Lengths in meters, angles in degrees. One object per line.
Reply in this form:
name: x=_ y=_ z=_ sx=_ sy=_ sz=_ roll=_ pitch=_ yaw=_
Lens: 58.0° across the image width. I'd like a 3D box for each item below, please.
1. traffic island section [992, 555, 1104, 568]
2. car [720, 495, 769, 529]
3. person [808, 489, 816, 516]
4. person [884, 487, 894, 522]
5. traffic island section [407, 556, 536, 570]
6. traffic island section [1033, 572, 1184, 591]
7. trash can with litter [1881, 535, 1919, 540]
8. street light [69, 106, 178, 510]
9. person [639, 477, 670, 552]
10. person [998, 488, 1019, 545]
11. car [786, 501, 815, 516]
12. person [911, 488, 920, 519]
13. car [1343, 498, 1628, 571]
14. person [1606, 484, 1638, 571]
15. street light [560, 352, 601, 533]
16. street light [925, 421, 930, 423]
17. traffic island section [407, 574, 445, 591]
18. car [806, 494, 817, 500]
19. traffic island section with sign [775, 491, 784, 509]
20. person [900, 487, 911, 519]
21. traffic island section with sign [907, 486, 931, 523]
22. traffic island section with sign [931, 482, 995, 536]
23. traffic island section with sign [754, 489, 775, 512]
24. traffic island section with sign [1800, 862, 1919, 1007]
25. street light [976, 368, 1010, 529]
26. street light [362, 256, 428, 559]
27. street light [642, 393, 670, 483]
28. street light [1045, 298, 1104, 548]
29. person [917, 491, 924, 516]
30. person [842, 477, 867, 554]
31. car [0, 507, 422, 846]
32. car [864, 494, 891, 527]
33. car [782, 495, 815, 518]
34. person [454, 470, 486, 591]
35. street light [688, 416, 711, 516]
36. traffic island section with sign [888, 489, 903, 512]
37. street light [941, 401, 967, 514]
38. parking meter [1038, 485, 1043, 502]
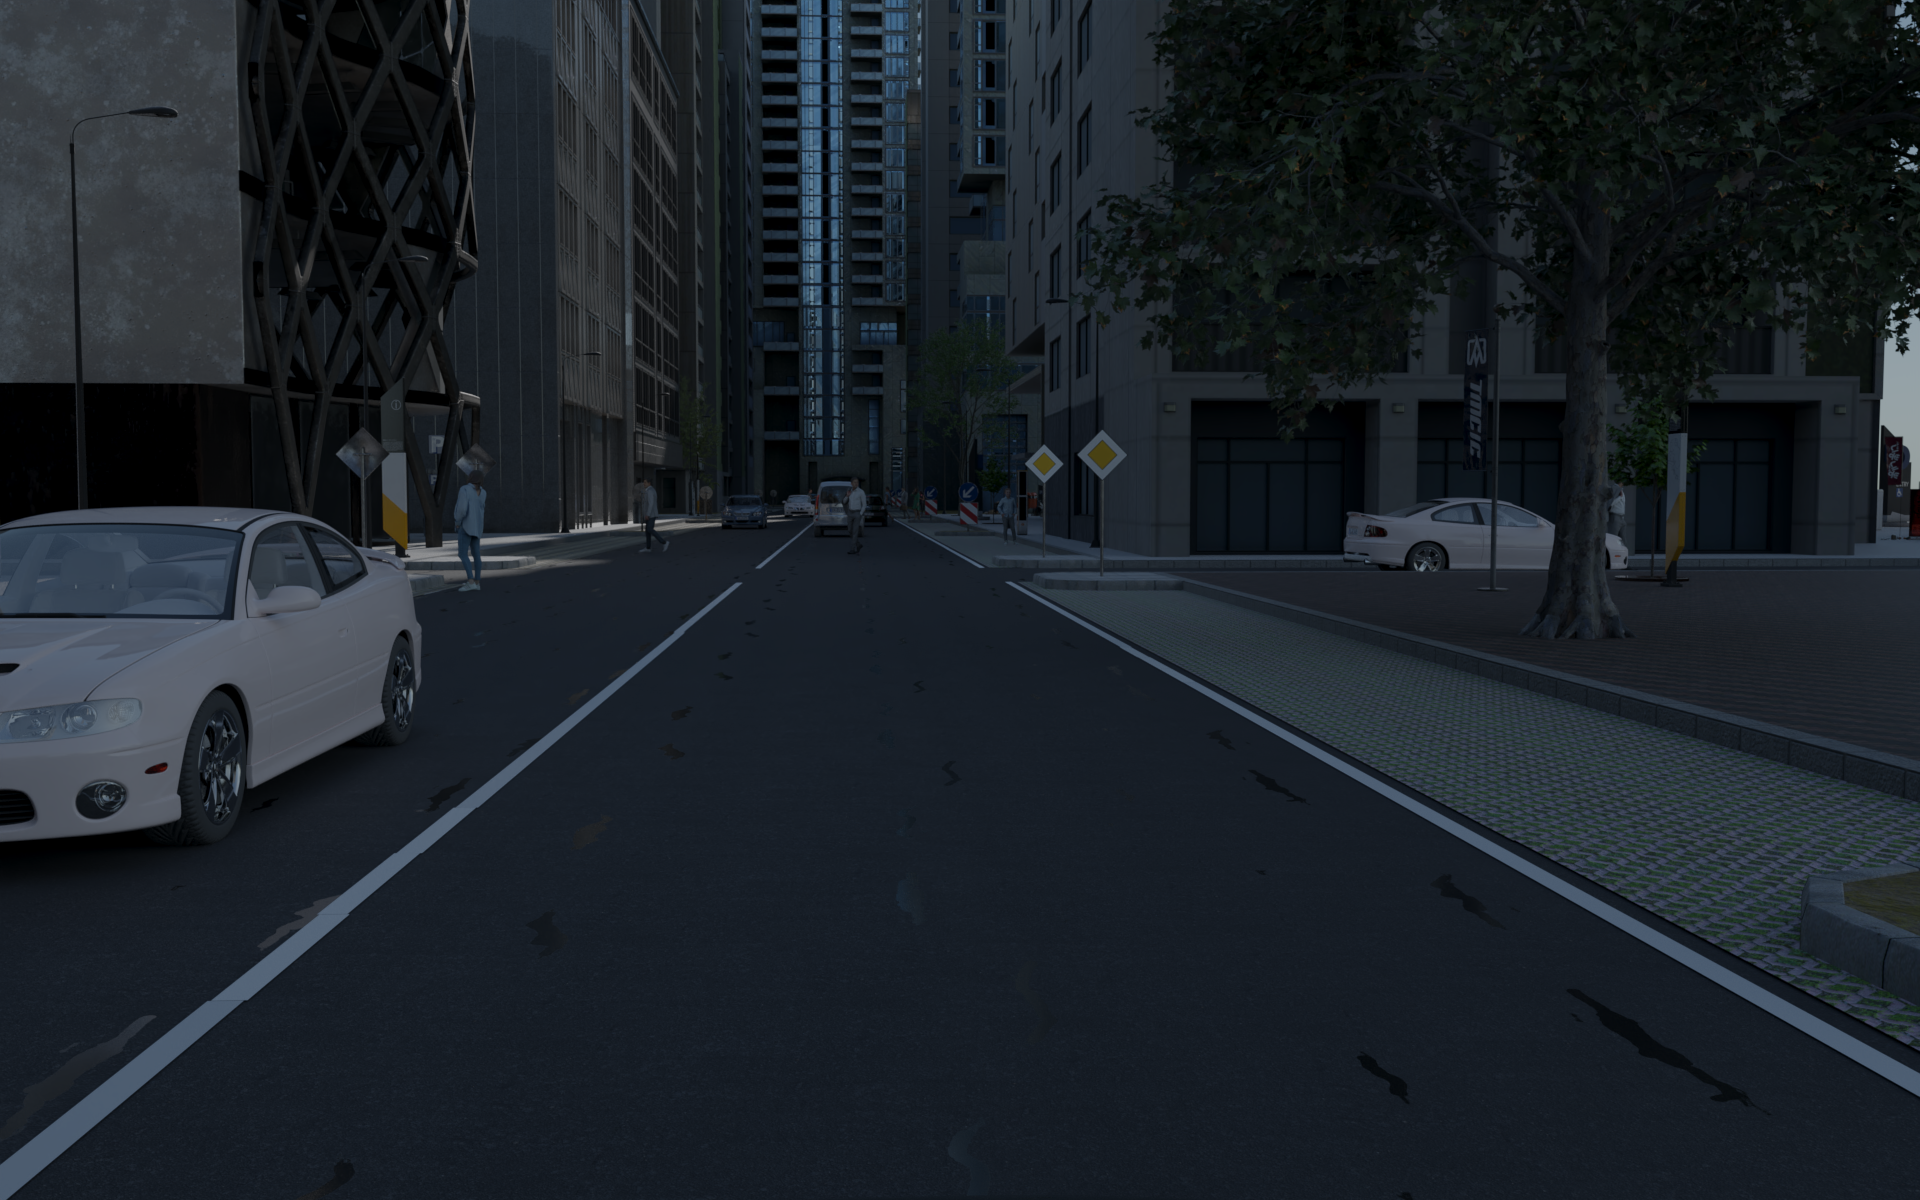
traffic island section: x=1.712 y=-0.774 z=34.938 sx=2.009 sy=0.180 sz=2.903 roll=0 pitch=4 yaw=-4
car: x=-8.974 y=-3.687 z=72.282 sx=2.014 sy=1.417 sz=4.499 roll=0 pitch=4 yaw=-4
person: x=-9.480 y=-6.245 z=111.129 sx=0.750 sy=1.759 sz=0.617 roll=0 pitch=4 yaw=6
person: x=-3.604 y=-4.826 z=87.498 sx=0.778 sy=1.811 sz=0.616 roll=3 pitch=4 yaw=38
traffic island section: x=-9.556 y=-0.730 z=34.221 sx=2.009 sy=0.180 sz=2.903 roll=0 pitch=4 yaw=-4
traffic island section: x=2.225 y=-0.287 z=26.970 sx=2.009 sy=0.180 sz=2.903 roll=0 pitch=4 yaw=-4
trash can with litter: x=26.878 y=-2.306 z=48.754 sx=2.233 sy=1.210 sz=1.678 roll=0 pitch=4 yaw=-4
street light: x=-10.071 y=-2.956 z=20.878 sx=1.470 sy=5.913 sz=1.316 roll=0 pitch=4 yaw=-4
person: x=-7.539 y=-2.099 z=42.662 sx=0.795 sy=1.843 sz=0.661 roll=0 pitch=4 yaw=-1
person: x=1.350 y=-2.344 z=48.632 sx=0.589 sy=1.601 sz=0.330 roll=0 pitch=4 yaw=-5
car: x=-10.448 y=-6.193 z=113.841 sx=1.945 sy=1.354 sz=3.894 roll=0 pitch=4 yaw=-3
person: x=-2.389 y=-5.338 z=96.021 sx=0.529 sy=1.795 sz=0.600 roll=-2 pitch=4 yaw=-34
car: x=9.089 y=-1.078 z=29.981 sx=4.827 sy=1.381 sz=2.083 roll=0 pitch=4 yaw=-4
person: x=12.065 y=-1.427 z=31.930 sx=0.850 sy=1.850 sz=0.679 roll=2 pitch=4 yaw=34
street light: x=-12.424 y=-5.149 z=56.724 sx=1.470 sy=5.913 sz=1.316 roll=0 pitch=4 yaw=-4
street light: x=-1.532 y=-8.402 z=109.918 sx=1.470 sy=5.913 sz=1.316 roll=0 pitch=4 yaw=-4
traffic island section: x=-9.044 y=-0.243 z=26.252 sx=2.009 sy=0.180 sz=2.903 roll=0 pitch=4 yaw=-4
car: x=-13.478 y=-8.961 z=158.308 sx=2.131 sy=1.459 sz=4.920 roll=0 pitch=4 yaw=-3
traffic island section with sign: x=-17.571 y=-9.496 z=163.884 sx=1.989 sy=1.847 sz=2.006 roll=0 pitch=4 yaw=-4
person: x=-3.179 y=-5.499 z=98.530 sx=0.853 sy=1.813 sz=0.709 roll=-3 pitch=4 yaw=-38
traffic island section with sign: x=-1.595 y=-4.756 z=86.386 sx=1.989 sy=1.847 sz=2.006 roll=0 pitch=4 yaw=-4
traffic island section with sign: x=0.134 y=-3.111 z=59.487 sx=1.989 sy=1.847 sz=2.006 roll=0 pitch=4 yaw=-4
traffic island section with sign: x=-15.807 y=-7.824 z=136.544 sx=1.989 sy=1.847 sz=2.006 roll=0 pitch=4 yaw=-4
traffic island section with sign: x=3.643 y=0.222 z=4.998 sx=1.989 sy=1.847 sz=2.006 roll=0 pitch=4 yaw=-4
street light: x=1.277 y=-5.599 z=64.084 sx=1.470 sy=5.913 sz=1.316 roll=0 pitch=4 yaw=-4
street light: x=-11.065 y=-3.752 z=33.880 sx=1.470 sy=5.913 sz=1.316 roll=0 pitch=4 yaw=-4
street light: x=-14.040 y=-6.553 z=79.686 sx=1.470 sy=5.913 sz=1.316 roll=0 pitch=4 yaw=-4
street light: x=2.723 y=-4.202 z=41.246 sx=1.470 sy=5.913 sz=1.316 roll=0 pitch=4 yaw=-4
person: x=-2.594 y=-6.177 z=110.956 sx=0.593 sy=1.643 sz=0.415 roll=-1 pitch=4 yaw=-11
person: x=-2.549 y=-2.016 z=41.556 sx=0.679 sy=1.850 sz=0.850 roll=2 pitch=4 yaw=25
car: x=-4.033 y=0.234 z=8.530 sx=2.083 sy=1.381 sz=4.827 roll=0 pitch=4 yaw=-3
car: x=-4.090 y=-4.128 z=77.279 sx=2.009 sy=1.686 sz=4.222 roll=0 pitch=4 yaw=-2
car: x=-9.931 y=-5.794 z=107.099 sx=2.083 sy=1.381 sz=4.827 roll=0 pitch=4 yaw=-5
person: x=-7.270 y=-1.040 z=25.774 sx=0.793 sy=1.790 sz=0.793 roll=0 pitch=4 yaw=-8
street light: x=-15.397 y=-7.950 z=102.530 sx=1.470 sy=5.913 sz=1.316 roll=0 pitch=4 yaw=-4
traffic island section with sign: x=-4.848 y=-7.848 z=136.946 sx=1.989 sy=1.847 sz=2.006 roll=0 pitch=4 yaw=-4
street light: x=-0.222 y=-6.996 z=86.919 sx=1.470 sy=5.913 sz=1.316 roll=0 pitch=4 yaw=-4
parking meter: x=5.068 y=-6.227 z=107.524 sx=0.399 sy=1.863 sz=0.255 roll=1 pitch=4 yaw=16
